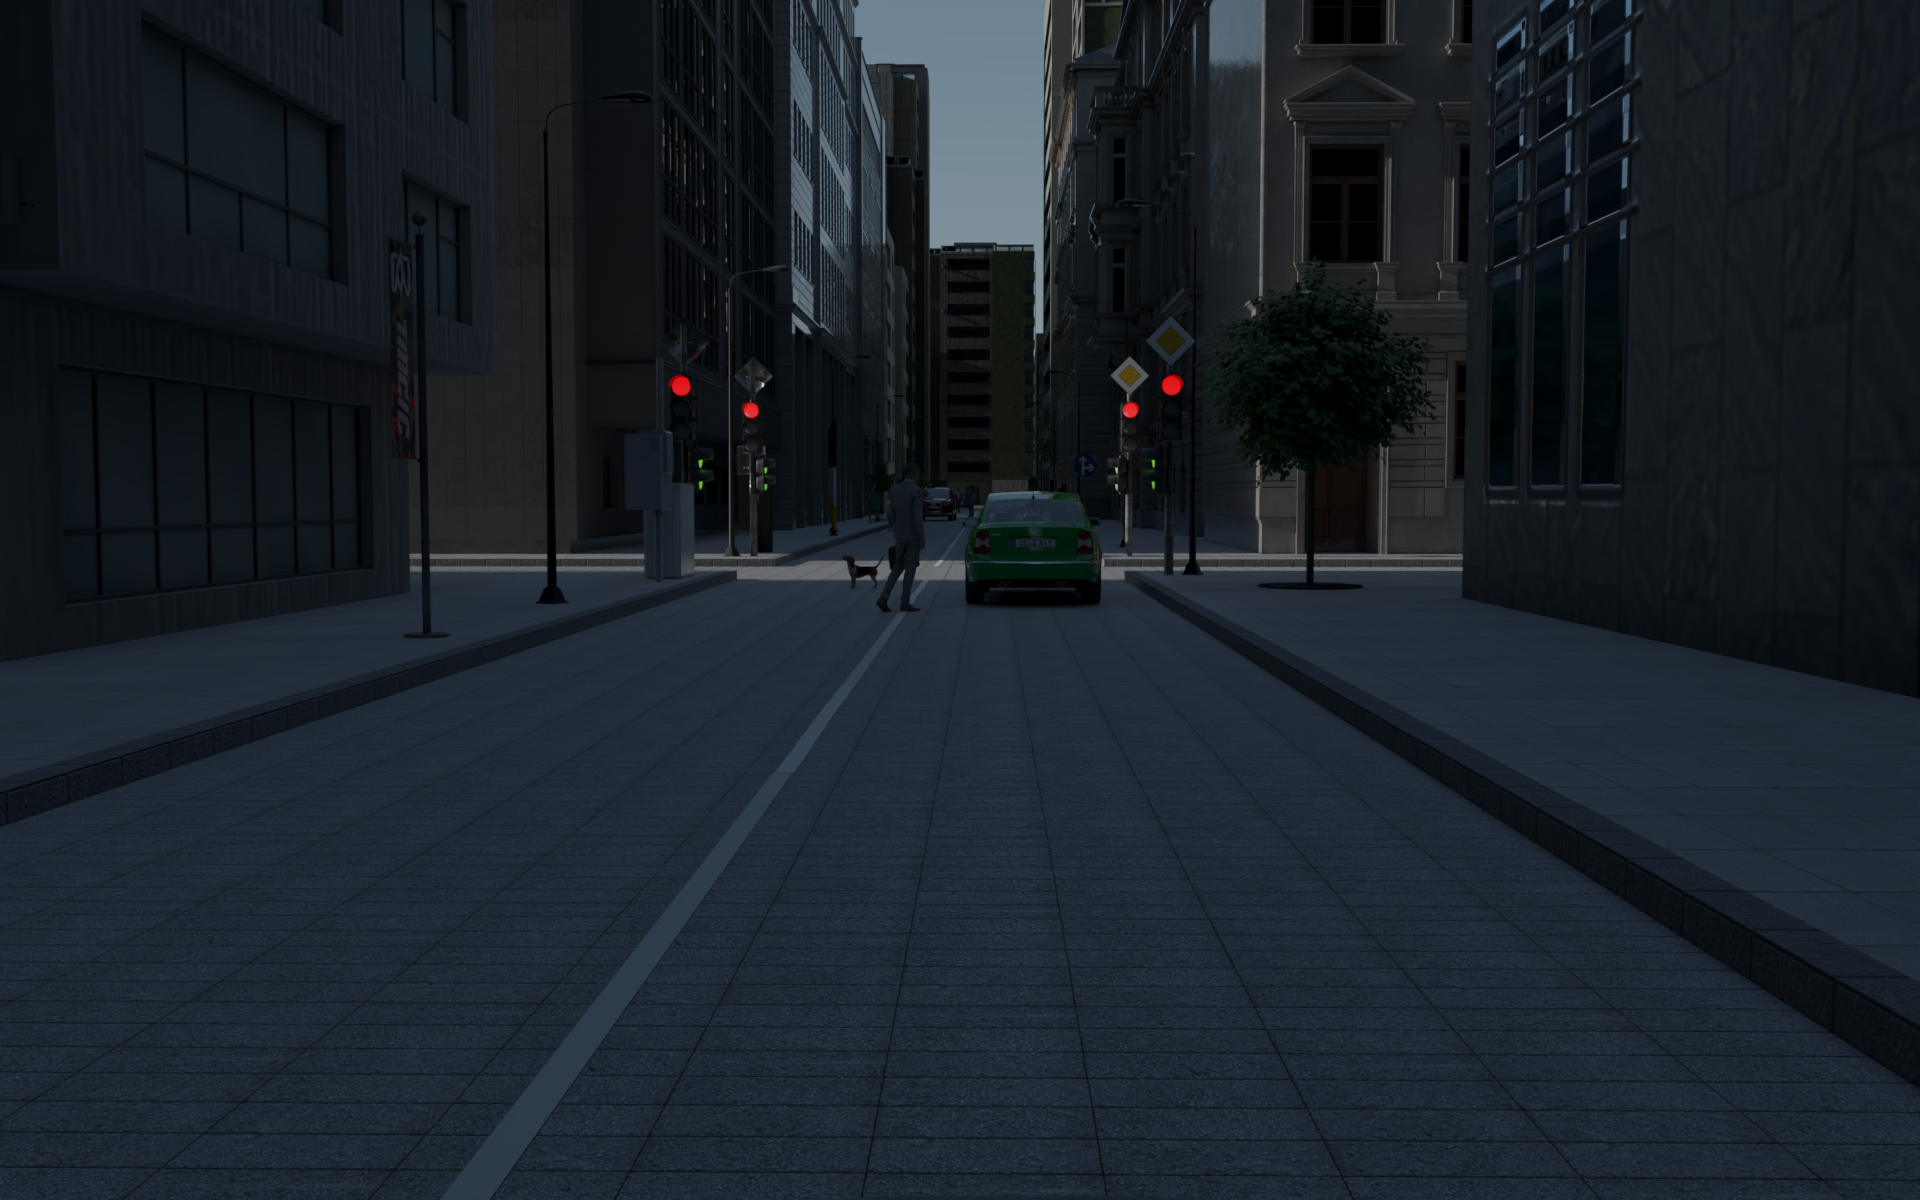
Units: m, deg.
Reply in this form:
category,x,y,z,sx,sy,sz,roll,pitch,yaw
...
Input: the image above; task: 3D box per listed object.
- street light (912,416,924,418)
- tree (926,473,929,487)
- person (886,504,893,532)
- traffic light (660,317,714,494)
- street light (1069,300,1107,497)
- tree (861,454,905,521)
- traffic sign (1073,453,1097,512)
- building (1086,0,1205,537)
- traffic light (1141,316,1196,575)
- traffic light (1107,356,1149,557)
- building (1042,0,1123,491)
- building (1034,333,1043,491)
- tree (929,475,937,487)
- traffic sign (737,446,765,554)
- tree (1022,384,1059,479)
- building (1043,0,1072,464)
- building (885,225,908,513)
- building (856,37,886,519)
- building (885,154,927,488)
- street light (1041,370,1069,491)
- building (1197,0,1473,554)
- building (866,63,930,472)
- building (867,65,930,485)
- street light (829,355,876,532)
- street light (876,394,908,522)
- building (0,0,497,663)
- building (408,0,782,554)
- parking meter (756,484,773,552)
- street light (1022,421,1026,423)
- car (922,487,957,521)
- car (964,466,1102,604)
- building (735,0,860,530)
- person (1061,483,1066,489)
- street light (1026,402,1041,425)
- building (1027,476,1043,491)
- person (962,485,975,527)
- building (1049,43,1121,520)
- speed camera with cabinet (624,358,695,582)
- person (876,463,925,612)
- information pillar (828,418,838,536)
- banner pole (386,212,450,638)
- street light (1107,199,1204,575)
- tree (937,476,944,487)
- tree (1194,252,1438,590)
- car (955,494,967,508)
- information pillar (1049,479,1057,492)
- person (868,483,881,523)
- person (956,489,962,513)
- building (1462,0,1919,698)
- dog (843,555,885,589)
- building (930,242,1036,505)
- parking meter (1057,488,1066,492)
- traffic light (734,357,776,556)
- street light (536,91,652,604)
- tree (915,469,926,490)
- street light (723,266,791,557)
category,x,y,z,sx,sy,sz,roll,pitch,yaw
street light,-2.867,-7.993,103.230,1.470,5.913,1.316,0,4,1
tree,-3.379,-7.536,117.817,1.663,3.219,1.824,0,3,0
person,-2.651,-3.234,66.053,0.352,1.250,0.332,1,4,14
traffic light,-4.360,-2.363,27.549,0.839,4.253,0.868,0,4,1
street light,3.453,-4.222,41.574,1.470,5.913,1.316,0,4,1
tree,-3.731,-5.478,84.162,1.663,3.219,1.824,0,3,0
traffic sign,3.891,-3.294,53.955,0.768,2.556,0.104,0,4,8
building,12.295,-15.217,67.883,14.460,24.649,34.723,0,4,1
traffic light,3.300,-2.355,27.432,0.839,4.253,0.868,0,4,1
traffic light,3.439,-2.844,35.415,0.839,4.253,0.868,0,4,1
building,16.787,-42.196,128.162,20.563,71.187,20.611,0,4,1
building,23.594,-22.243,208.710,28.899,21.520,27.650,0,4,1
tree,-2.900,-8.453,132.806,1.663,3.219,1.824,0,3,0
traffic sign,-4.419,-2.113,36.674,0.606,2.300,0.079,0,4,6
tree,6.336,-10.081,115.189,4.360,8.622,3.978,0,3,0
building,18.188,-32.190,150.001,21.300,48.544,21.600,0,4,1
building,-18.261,-17.197,126.202,27.650,21.520,28.899,0,4,1
building,-10.910,-17.247,100.016,12.078,24.808,19.932,0,4,1
building,-10.119,-22.999,147.731,14.160,30.474,14.107,0,4,1
street light,3.917,-5.655,65.007,1.470,5.913,1.316,0,4,1
building,16.259,-12.534,41.080,21.152,22.565,11.583,0,4,1
building,-10.431,-32.299,178.202,14.200,45.320,14.600,0,4,1
building,-10.088,-29.228,161.474,14.154,41.232,14.086,0,4,1
street light,-3.691,-5.216,57.829,1.470,5.913,1.316,0,4,1
street light,-3.316,-6.623,80.823,1.470,5.913,1.316,0,4,1
building,-13.167,-20.463,18.168,14.086,41.232,14.154,0,4,1
building,-13.438,-15.570,48.081,14.314,27.812,24.014,0,4,1
parking meter,-4.316,-1.821,38.183,0.372,1.533,0.369,0,3,0
street light,4.638,-8.411,110.067,1.470,5.913,1.316,0,4,1
car,-1.269,-5.184,93.424,2.281,1.827,5.304,0,4,3
car,1.010,-0.929,23.981,1.959,1.807,4.718,0,4,2
building,-11.008,-18.199,75.041,11.434,29.767,29.804,0,4,1
person,4.758,-4.555,80.868,0.721,1.781,0.623,-2,4,-28
street light,4.210,-7.026,87.417,1.470,5.913,1.316,0,4,1
building,22.961,-29.426,172.991,32.217,40.220,23.993,0,4,1
person,0.465,-4.031,74.511,0.850,1.850,0.679,-2,4,-24
building,11.629,-18.387,97.890,12.463,27.353,25.104,0,4,1
speed camera with cabinet,-4.504,-1.936,25.992,0.660,3.252,2.038,0,4,4
person,-0.640,-0.765,21.123,0.709,1.813,0.853,3,5,40
information pillar,-3.939,-3.801,53.506,0.183,3.616,0.504,-2,4,-25
banner pole,-4.822,-1.542,15.233,0.401,3.779,0.863,0,4,7
street light,3.161,-3.357,27.421,1.470,5.913,1.316,0,4,1
tree,-2.414,-10.919,173.123,1.663,3.219,1.824,0,3,0
tree,4.749,-2.451,23.795,4.285,4.588,4.351,0,3,0
car,0.185,-9.362,162.852,2.009,1.686,4.222,0,4,-1
information pillar,4.587,-4.939,85.252,0.304,2.012,0.304,2,4,24
person,-3.840,-4.338,77.210,0.600,1.795,0.529,-3,5,-44
person,-0.035,-7.525,131.396,0.599,1.838,0.709,2,4,26
building,17.074,-42.224,3.042,22.319,86.520,31.000,0,4,1
dog,-1.465,-0.428,26.292,0.406,0.507,0.540,2,4,35
building,1.643,-26.300,201.700,14.107,30.474,14.160,0,4,1
parking meter,4.230,-3.885,71.934,0.372,1.533,0.369,0,3,0
traffic light,-4.221,-2.851,35.533,0.839,4.253,0.868,0,4,1
street light,-4.247,-2.911,20.141,1.470,5.913,1.316,0,4,1
tree,-3.465,-7.239,112.960,1.663,3.219,1.824,0,3,0
street light,-4.144,-3.846,35.422,1.470,5.913,1.316,0,4,1
